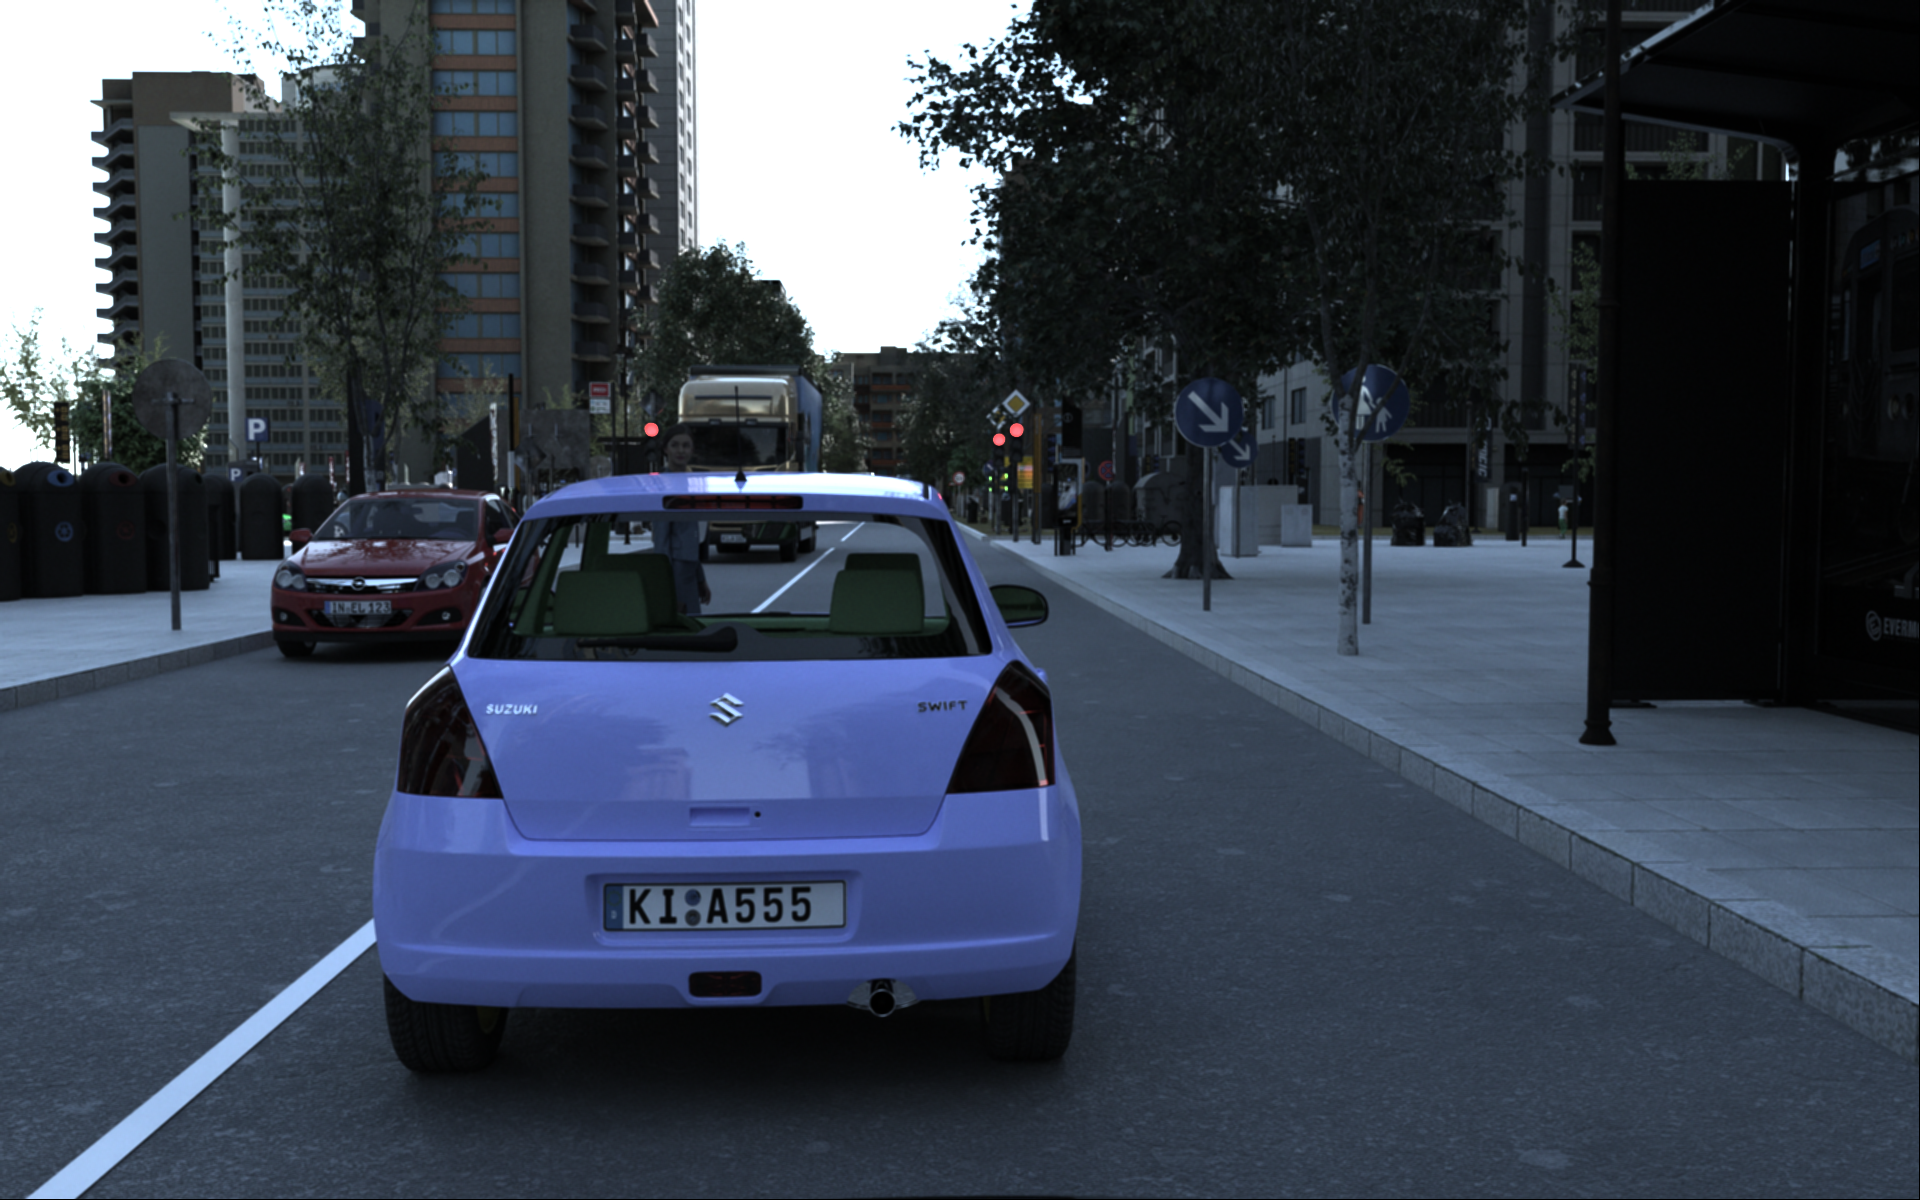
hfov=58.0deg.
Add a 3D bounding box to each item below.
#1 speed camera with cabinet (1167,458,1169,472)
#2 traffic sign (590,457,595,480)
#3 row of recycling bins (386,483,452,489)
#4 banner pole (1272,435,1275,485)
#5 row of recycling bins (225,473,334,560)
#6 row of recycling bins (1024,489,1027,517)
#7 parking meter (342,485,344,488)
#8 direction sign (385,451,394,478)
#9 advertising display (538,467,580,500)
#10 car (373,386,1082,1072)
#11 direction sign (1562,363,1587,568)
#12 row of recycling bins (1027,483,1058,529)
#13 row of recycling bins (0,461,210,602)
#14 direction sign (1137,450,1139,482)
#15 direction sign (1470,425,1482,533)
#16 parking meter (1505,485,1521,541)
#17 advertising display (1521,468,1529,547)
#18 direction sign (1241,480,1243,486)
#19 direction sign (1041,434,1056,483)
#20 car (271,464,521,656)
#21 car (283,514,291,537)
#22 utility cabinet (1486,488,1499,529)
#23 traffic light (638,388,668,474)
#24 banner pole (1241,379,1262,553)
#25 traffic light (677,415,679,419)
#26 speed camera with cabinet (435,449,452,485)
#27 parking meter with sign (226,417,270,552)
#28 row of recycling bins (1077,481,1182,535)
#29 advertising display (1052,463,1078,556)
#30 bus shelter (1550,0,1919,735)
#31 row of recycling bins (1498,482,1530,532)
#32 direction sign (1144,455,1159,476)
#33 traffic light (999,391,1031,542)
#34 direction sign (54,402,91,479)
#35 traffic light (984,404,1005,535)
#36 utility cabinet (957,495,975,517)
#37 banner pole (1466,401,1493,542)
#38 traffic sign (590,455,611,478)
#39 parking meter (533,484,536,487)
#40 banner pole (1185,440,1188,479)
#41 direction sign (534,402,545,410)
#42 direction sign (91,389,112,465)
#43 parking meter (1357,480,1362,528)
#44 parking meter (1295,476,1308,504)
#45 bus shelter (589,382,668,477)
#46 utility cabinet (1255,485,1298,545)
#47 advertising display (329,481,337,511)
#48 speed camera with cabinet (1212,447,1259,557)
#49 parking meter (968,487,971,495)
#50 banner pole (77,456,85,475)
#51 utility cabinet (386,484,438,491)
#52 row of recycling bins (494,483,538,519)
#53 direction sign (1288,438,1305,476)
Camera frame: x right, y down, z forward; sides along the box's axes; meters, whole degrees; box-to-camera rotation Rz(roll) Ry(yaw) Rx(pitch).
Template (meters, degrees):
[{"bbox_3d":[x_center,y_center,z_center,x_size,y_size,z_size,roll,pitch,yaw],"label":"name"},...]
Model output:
[{"bbox_3d":[11.340,-6.174,95.286,0.660,3.252,2.038,2,4,31],"label":"speed camera with cabinet"},{"bbox_3d":[-12.765,-3.653,59.837,0.768,2.556,0.104,0,4,5],"label":"traffic sign"},{"bbox_3d":[-19.857,-3.429,63.180,3.534,1.692,1.069,1,4,22],"label":"row of recycling bins"},{"bbox_3d":[13.335,-5.120,73.732,0.401,3.779,0.863,1,4,9],"label":"banner pole"},{"bbox_3d":[-14.099,-1.639,33.918,3.534,1.692,1.069,-1,4,-12],"label":"row of recycling bins"},{"bbox_3d":[4.310,-5.463,96.431,1.069,1.692,3.534,-1,4,-22],"label":"row of recycling bins"},{"bbox_3d":[-36.347,-5.919,102.480,0.399,1.863,0.255,0,4,3],"label":"parking meter"},{"bbox_3d":[-29.873,-6.025,90.498,0.876,3.537,0.379,-1,4,-14],"label":"direction sign"},{"bbox_3d":[-9.556,-2.206,41.283,0.974,1.923,0.123,-2,4,-26],"label":"advertising display"},{"bbox_3d":[-0.635,0.242,5.638,1.945,1.707,3.694,0,4,-4],"label":"car"},{"bbox_3d":[10.748,-2.338,30.229,0.379,3.537,0.876,3,4,37],"label":"direction sign"},{"bbox_3d":[4.371,-3.432,63.230,3.534,1.692,1.069,2,4,29],"label":"row of recycling bins"},{"bbox_3d":[-11.191,-0.907,21.949,1.069,1.692,3.534,2,4,28],"label":"row of recycling bins"},{"bbox_3d":[9.192,-5.993,89.990,0.379,3.537,0.876,0,4,0],"label":"direction sign"},{"bbox_3d":[16.968,-3.965,56.831,0.876,3.537,0.379,-3,5,-45],"label":"direction sign"},{"bbox_3d":[15.217,-2.400,47.650,0.372,1.533,0.369,0,3,0],"label":"parking meter"},{"bbox_3d":[13.920,-2.291,42.669,0.123,1.923,0.974,1,4,20],"label":"advertising display"},{"bbox_3d":[6.435,-2.907,39.525,0.379,3.537,0.876,1,4,14],"label":"direction sign"},{"bbox_3d":[3.202,-4.497,65.518,0.876,3.537,0.379,1,4,15],"label":"direction sign"},{"bbox_3d":[-5.200,-0.467,16.679,2.155,1.783,4.494,0,4,-4],"label":"car"},{"bbox_3d":[-21.402,-2.498,49.643,4.718,1.807,1.959,0,4,-4],"label":"car"},{"bbox_3d":[19.730,-3.370,63.784,0.318,1.500,1.173,3,4,36],"label":"utility cabinet"},{"bbox_3d":[-8.127,-3.493,46.038,0.839,4.253,0.868,0,4,-2],"label":"traffic light"},{"bbox_3d":[6.305,-2.932,37.955,0.401,3.779,0.863,-1,4,-21],"label":"banner pole"},{"bbox_3d":[-8.413,-3.982,54.018,0.839,4.253,0.868,0,4,-2],"label":"traffic light"},{"bbox_3d":[-21.271,-4.765,72.240,0.660,3.252,2.038,0,4,5],"label":"speed camera with cabinet"},{"bbox_3d":[-16.025,-2.592,38.640,0.543,3.016,1.738,0,4,3],"label":"parking meter with sign"},{"bbox_3d":[5.470,-2.943,55.231,3.534,1.692,1.069,-1,4,-20],"label":"row of recycling bins"},{"bbox_3d":[2.200,-1.896,36.205,0.123,1.923,0.974,2,4,29],"label":"advertising display"},{"bbox_3d":[4.474,-0.983,7.357,1.731,3.624,6.357,0,4,-2],"label":"bus shelter"},{"bbox_3d":[18.995,-3.203,59.481,1.069,1.692,3.534,1,4,17],"label":"row of recycling bins"},{"bbox_3d":[11.041,-6.589,99.733,0.876,3.537,0.379,2,4,24],"label":"direction sign"},{"bbox_3d":[1.477,-3.515,46.397,0.839,4.253,0.868,0,4,-2],"label":"traffic light"},{"bbox_3d":[-21.816,-3.101,42.705,0.876,3.537,0.379,-1,4,-9],"label":"direction sign"},{"bbox_3d":[1.192,-4.003,54.377,0.839,4.253,0.868,0,4,-2],"label":"traffic light"},{"bbox_3d":[0.355,-5.375,99.048,1.020,1.237,0.306,0,4,4],"label":"utility cabinet"},{"bbox_3d":[13.945,-3.469,46.733,0.863,3.779,0.401,1,4,11],"label":"banner pole"},{"bbox_3d":[-11.805,-3.464,56.742,0.768,2.556,0.104,0,4,3],"label":"traffic sign"},{"bbox_3d":[-19.701,-4.525,79.703,0.399,1.863,0.255,3,5,40],"label":"parking meter"},{"bbox_3d":[9.471,-4.967,71.228,0.401,3.779,0.863,-3,4,-37],"label":"banner pole"},{"bbox_3d":[-10.425,-3.122,43.037,0.379,3.537,0.876,-2,4,-29],"label":"direction sign"},{"bbox_3d":[-18.604,-2.803,37.823,0.379,3.537,0.876,-1,4,-16],"label":"direction sign"},{"bbox_3d":[14.761,-3.605,64.657,0.399,1.863,0.255,3,4,37],"label":"parking meter"},{"bbox_3d":[11.137,-3.107,56.511,0.399,1.863,0.255,0,4,4],"label":"parking meter"},{"bbox_3d":[-12.268,-5.328,64.743,2.179,5.291,8.768,0,4,-2],"label":"bus shelter"},{"bbox_3d":[7.808,-2.110,43.183,1.173,1.500,0.318,-1,4,-11],"label":"utility cabinet"},{"bbox_3d":[-31.873,-5.039,87.605,0.123,1.923,0.974,1,4,20],"label":"advertising display"},{"bbox_3d":[5.707,-2.568,36.323,0.660,3.252,2.038,0,4,-8],"label":"speed camera with cabinet"},{"bbox_3d":[0.654,-6.135,106.010,0.255,1.863,0.399,0,4,-7],"label":"parking meter"},{"bbox_3d":[-57.929,-7.596,114.217,0.401,3.779,0.863,1,4,15],"label":"banner pole"},{"bbox_3d":[-12.375,-1.857,39.047,1.173,1.500,0.318,-3,4,-38],"label":"utility cabinet"},{"bbox_3d":[-15.551,-3.278,60.716,3.534,1.692,1.069,1,4,13],"label":"row of recycling bins"},{"bbox_3d":[13.560,-4.764,69.882,0.876,3.537,0.379,-2,4,-33],"label":"direction sign"}]
